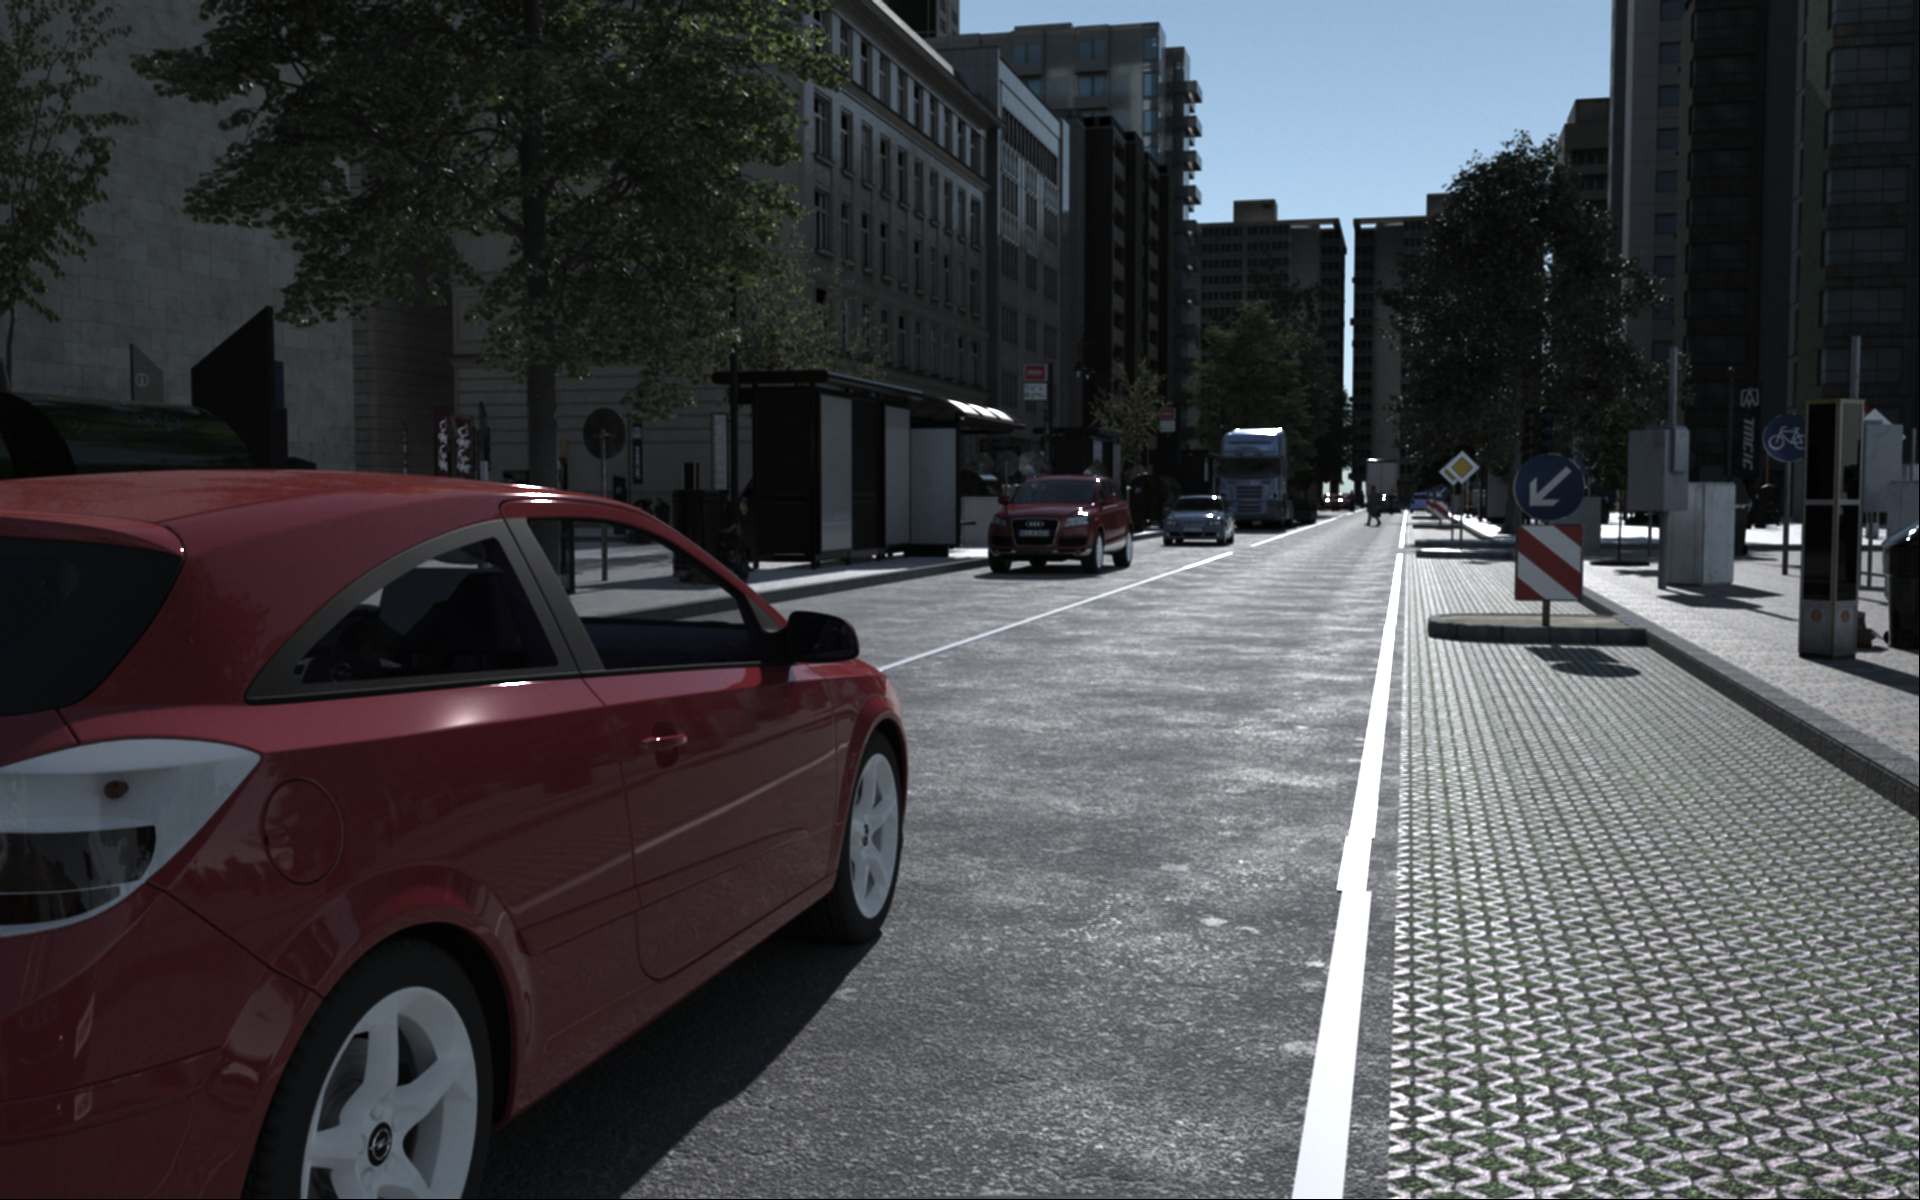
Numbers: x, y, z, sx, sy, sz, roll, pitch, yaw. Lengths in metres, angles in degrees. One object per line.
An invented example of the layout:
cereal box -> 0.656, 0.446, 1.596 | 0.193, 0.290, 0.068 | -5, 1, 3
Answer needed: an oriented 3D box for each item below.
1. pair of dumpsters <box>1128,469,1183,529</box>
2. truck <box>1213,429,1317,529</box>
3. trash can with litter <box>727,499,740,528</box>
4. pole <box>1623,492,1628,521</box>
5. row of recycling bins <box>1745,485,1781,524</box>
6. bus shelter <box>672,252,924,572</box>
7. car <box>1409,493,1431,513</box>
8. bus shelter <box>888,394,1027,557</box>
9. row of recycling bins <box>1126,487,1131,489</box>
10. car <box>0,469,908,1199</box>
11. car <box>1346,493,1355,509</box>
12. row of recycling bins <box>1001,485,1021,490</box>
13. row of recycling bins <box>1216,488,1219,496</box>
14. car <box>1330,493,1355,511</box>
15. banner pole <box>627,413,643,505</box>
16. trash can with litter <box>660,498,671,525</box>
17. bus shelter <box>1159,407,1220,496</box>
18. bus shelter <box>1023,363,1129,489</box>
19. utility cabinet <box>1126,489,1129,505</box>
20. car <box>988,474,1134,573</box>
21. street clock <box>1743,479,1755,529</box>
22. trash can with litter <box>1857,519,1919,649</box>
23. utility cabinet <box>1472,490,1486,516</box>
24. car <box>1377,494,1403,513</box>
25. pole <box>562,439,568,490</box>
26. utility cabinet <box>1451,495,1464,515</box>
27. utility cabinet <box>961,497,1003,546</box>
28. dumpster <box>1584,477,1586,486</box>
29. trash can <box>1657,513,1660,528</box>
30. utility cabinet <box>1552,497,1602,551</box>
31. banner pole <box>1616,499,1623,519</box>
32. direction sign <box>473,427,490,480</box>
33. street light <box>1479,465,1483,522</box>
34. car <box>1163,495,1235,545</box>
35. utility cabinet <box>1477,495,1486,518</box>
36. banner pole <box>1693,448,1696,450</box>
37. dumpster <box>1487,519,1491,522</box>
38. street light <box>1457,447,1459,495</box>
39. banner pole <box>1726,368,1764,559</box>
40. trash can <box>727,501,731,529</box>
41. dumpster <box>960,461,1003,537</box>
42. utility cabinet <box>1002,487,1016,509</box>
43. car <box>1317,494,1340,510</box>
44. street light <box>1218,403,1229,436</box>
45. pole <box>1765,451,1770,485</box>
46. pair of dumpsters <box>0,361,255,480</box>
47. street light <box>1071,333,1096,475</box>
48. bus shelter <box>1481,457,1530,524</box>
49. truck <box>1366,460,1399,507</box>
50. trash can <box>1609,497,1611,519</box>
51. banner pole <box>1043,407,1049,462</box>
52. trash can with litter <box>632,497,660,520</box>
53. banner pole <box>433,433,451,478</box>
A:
pair of dumpsters -> 7.307, -3.812, 64.825 | 1.574, 2.255, 4.437 | 1, 4, 15
truck -> 13.927, -5.349, 77.214 | 2.967, 4.110, 18.799 | 1, 4, 16
trash can with litter -> -7.357, -2.702, 55.559 | 0.624, 1.170, 1.055 | 3, 5, 41
pole -> 31.921, -5.455, 83.036 | 0.158, 3.312, 0.155 | 0, 3, 0
row of recycling bins -> 33.912, -4.176, 75.390 | 3.534, 1.692, 1.069 | 0, 4, -7
bus shelter -> -2.871, -3.257, 30.880 | 2.179, 5.291, 8.768 | 1, 4, 14
car -> 35.004, -7.445, 131.319 | 1.945, 1.707, 3.694 | 1, 4, 15
bus shelter -> -0.130, -2.684, 37.815 | 2.014, 3.302, 5.546 | 1, 4, 15
row of recycling bins -> 9.712, -5.589, 98.498 | 1.069, 1.692, 3.534 | 3, 4, 38
car -> -1.437, 0.278, 4.496 | 2.155, 1.783, 4.494 | 1, 4, 14
car -> 36.621, -9.484, 164.651 | 1.945, 1.707, 3.694 | 1, 4, 16
row of recycling bins -> 2.515, -4.210, 75.949 | 1.069, 1.692, 3.534 | -1, 4, -20
row of recycling bins -> 16.830, -6.038, 105.837 | 1.069, 1.692, 3.534 | -2, 4, -30
car -> 32.321, -8.396, 146.314 | 2.155, 1.783, 4.494 | 1, 4, 14
banner pole -> -10.071, -3.887, 53.566 | 0.401, 3.779, 0.863 | 2, 4, 29
trash can with litter -> -10.206, -3.025, 60.848 | 1.055, 1.170, 0.624 | 0, 4, 2
bus shelter -> 10.971, -6.437, 82.876 | 2.179, 5.291, 8.768 | 1, 4, 14
bus shelter -> 3.652, -4.771, 55.639 | 2.179, 5.291, 8.768 | 1, 4, 14
utility cabinet -> 10.541, -6.109, 108.554 | 0.318, 1.500, 1.173 | 2, 4, 34
car -> 2.000, -1.495, 33.113 | 2.281, 1.827, 5.304 | 1, 4, 15
street clock -> 28.951, -3.611, 63.611 | 0.358, 2.002, 0.471 | 0, 4, -2
trash can with litter -> 7.764, -0.187, 14.438 | 1.055, 1.170, 0.624 | 1, 4, 12
utility cabinet -> 29.580, -5.482, 98.303 | 1.173, 1.500, 0.318 | -2, 4, -32
car -> 33.029, -7.415, 133.240 | 2.014, 1.417, 4.499 | 1, 4, 15
pole -> -14.685, -4.317, 64.420 | 0.158, 3.312, 0.155 | 0, 3, 0
utility cabinet -> 30.727, -5.859, 106.948 | 0.306, 1.237, 1.020 | -1, 4, -16
utility cabinet -> 0.551, -1.955, 43.131 | 1.020, 1.237, 0.306 | -1, 4, -11
dumpster -> 23.663, -3.999, 67.872 | 1.502, 2.255, 1.985 | 1, 4, 15
trash can -> 25.636, -3.132, 62.855 | 0.748, 1.137, 0.748 | 0, 3, 0
utility cabinet -> 13.898, -1.706, 39.054 | 1.020, 1.237, 0.306 | 1, 4, 13
banner pole -> 34.729, -6.157, 90.677 | 0.863, 3.779, 0.401 | -3, 5, -45
direction sign -> -16.291, -4.075, 58.624 | 0.876, 3.537, 0.379 | -3, 5, -44
street light -> 24.273, -6.589, 80.522 | 0.468, 5.910, 1.993 | 1, 4, 14
car -> 6.945, -2.327, 50.054 | 2.014, 1.417, 4.499 | 1, 4, 14
utility cabinet -> 28.537, -5.048, 93.691 | 1.020, 1.237, 0.306 | 0, 4, 6
banner pole -> 34.787, -5.657, 82.513 | 0.401, 3.779, 0.863 | -1, 4, -13
dumpster -> 25.248, -4.592, 80.833 | 1.264, 1.857, 1.865 | 1, 4, 14
street light -> 34.080, -8.913, 118.510 | 0.468, 5.910, 1.993 | 1, 4, 14
banner pole -> 15.400, -2.701, 34.184 | 0.401, 3.779, 0.863 | -3, 4, -37
trash can -> -5.128, -1.540, 36.830 | 0.748, 1.137, 0.748 | 0, 3, 0
dumpster -> 0.307, -2.947, 50.681 | 1.502, 2.255, 1.985 | 1, 4, 14
utility cabinet -> 1.291, -2.998, 57.702 | 1.173, 1.500, 0.318 | -2, 4, -31
car -> 32.505, -8.702, 152.503 | 2.015, 1.641, 3.980 | 1, 4, 16
street light -> 13.356, -7.044, 87.961 | 0.468, 5.910, 1.993 | 1, 4, 14
pole -> 37.754, -5.331, 81.000 | 0.158, 3.312, 0.155 | 0, 3, 0
pair of dumpsters -> -6.689, -0.551, 11.510 | 1.574, 2.255, 4.437 | 1, 4, 14
street light -> 3.560, -4.721, 49.981 | 0.468, 5.910, 1.993 | 1, 4, 14
bus shelter -> 23.087, -4.835, 72.979 | 2.014, 3.302, 5.546 | 1, 4, 14
truck -> 35.688, -9.637, 146.483 | 2.839, 4.237, 11.283 | 1, 4, 14
trash can -> 31.657, -4.501, 85.248 | 0.748, 1.137, 0.748 | 0, 3, 0
banner pole -> 2.495, -3.663, 49.910 | 0.401, 3.779, 0.863 | 0, 4, -7
trash can with litter -> -8.379, -2.041, 44.756 | 0.624, 1.170, 1.055 | -3, 5, -41
banner pole -> -21.144, -4.931, 70.633 | 0.863, 3.779, 0.401 | 0, 4, -7
